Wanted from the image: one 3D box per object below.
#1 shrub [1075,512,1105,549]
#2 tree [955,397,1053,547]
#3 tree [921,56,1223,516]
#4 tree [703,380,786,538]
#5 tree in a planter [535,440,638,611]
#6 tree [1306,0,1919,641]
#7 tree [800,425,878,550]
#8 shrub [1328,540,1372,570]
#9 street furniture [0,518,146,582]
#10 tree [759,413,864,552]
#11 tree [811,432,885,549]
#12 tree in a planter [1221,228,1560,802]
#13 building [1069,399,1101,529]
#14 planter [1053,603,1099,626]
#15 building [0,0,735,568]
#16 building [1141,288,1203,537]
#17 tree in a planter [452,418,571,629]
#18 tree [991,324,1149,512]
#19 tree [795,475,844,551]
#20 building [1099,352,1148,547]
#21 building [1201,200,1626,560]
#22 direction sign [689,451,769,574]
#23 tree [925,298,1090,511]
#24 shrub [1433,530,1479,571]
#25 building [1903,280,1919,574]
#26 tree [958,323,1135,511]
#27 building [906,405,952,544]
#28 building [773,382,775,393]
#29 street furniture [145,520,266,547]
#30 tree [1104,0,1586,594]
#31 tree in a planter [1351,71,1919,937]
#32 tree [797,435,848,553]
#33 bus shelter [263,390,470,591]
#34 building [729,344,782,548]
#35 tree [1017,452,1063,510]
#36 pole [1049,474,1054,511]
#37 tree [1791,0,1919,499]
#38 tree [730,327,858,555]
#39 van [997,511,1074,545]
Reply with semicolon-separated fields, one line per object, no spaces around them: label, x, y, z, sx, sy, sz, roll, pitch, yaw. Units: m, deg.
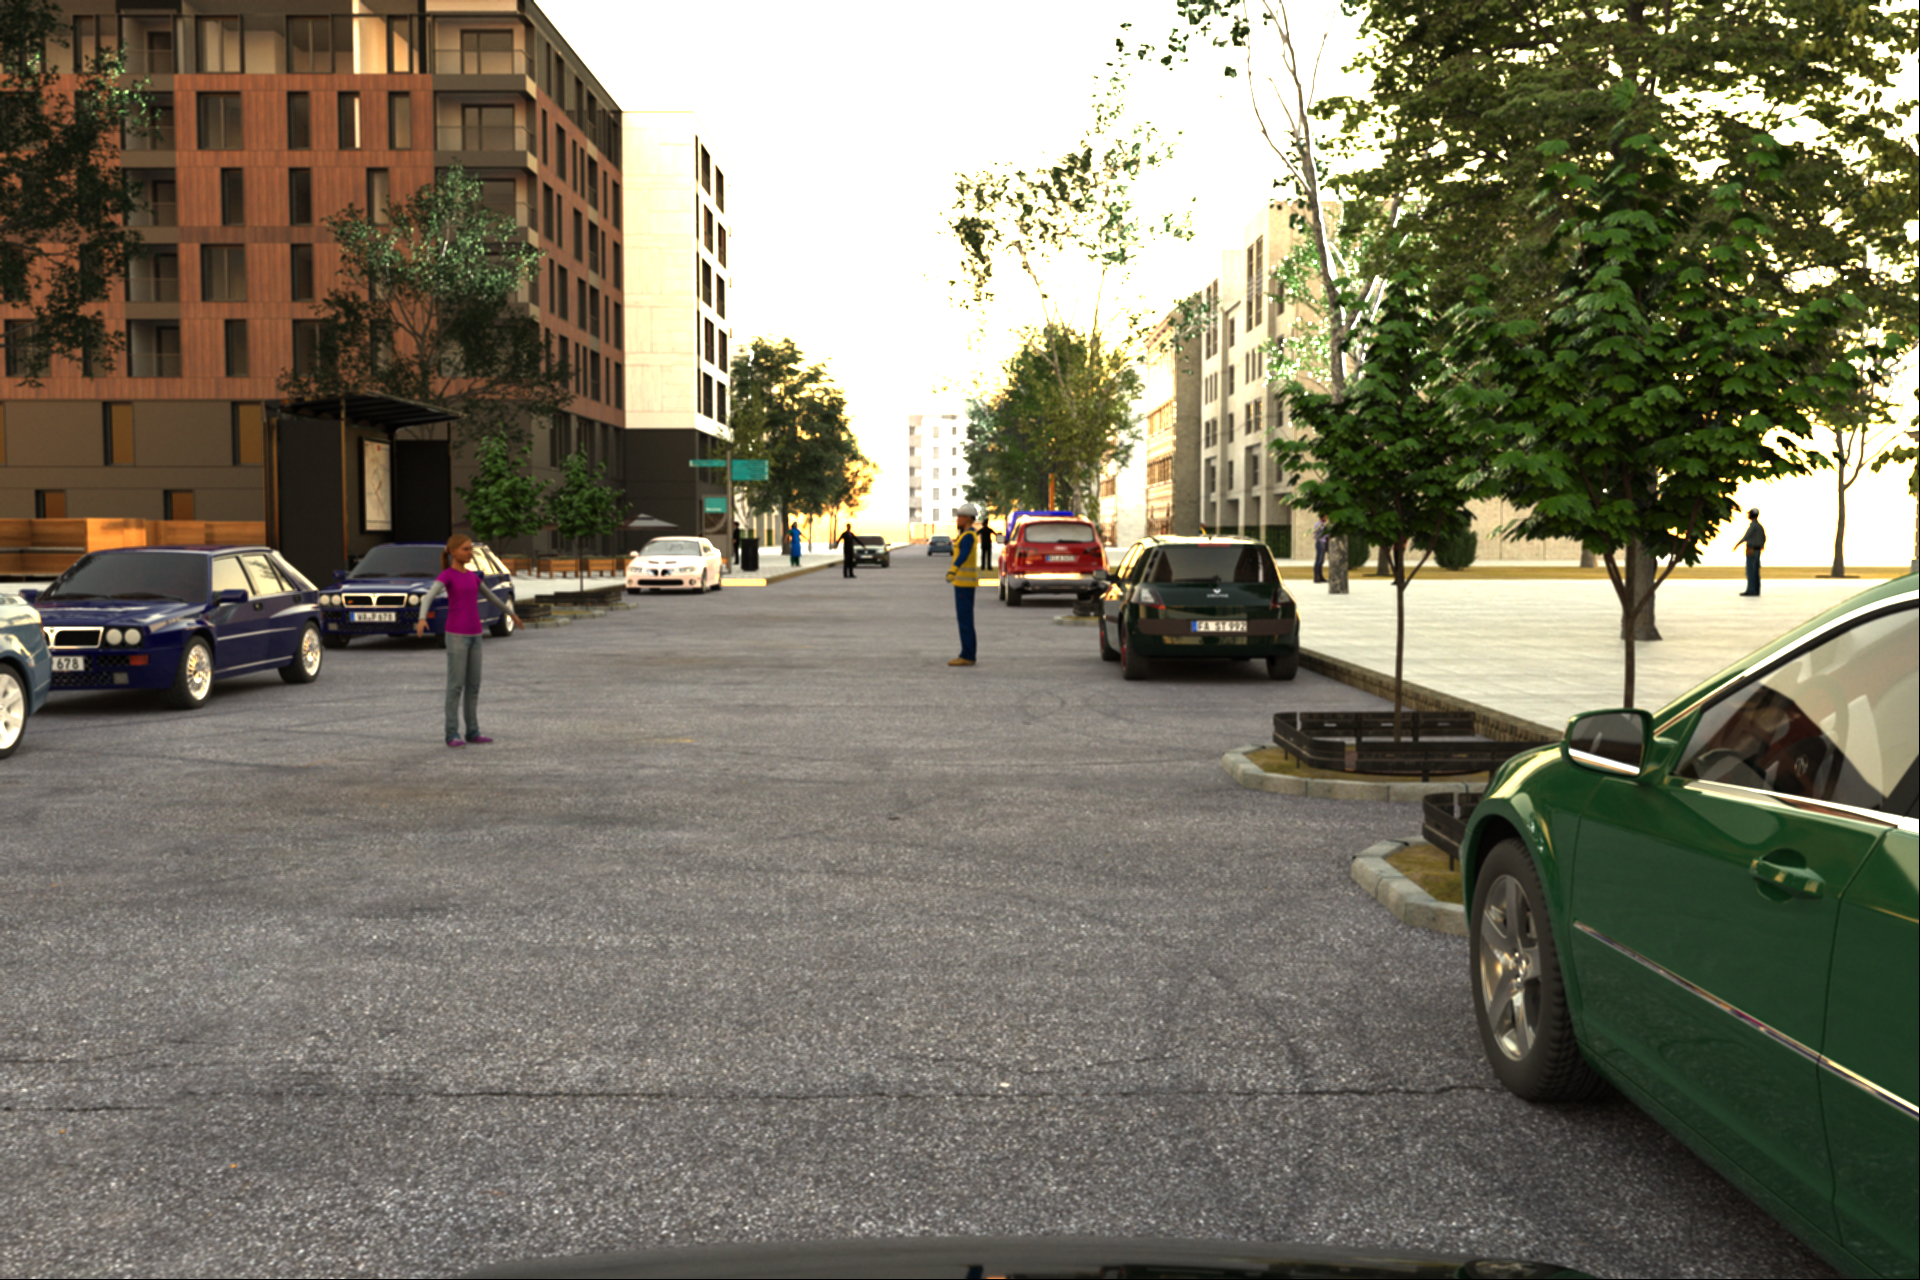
shrub;4.182;-3.426;60.055;1.661;2.075;1.752;0;3;0
tree;4.262;-15.195;155.087;9.857;13.997;8.962;0;3;0
tree;4.694;-13.158;71.015;12.611;20.169;13.585;0;3;0
tree;-10.324;-8.128;83.257;4.737;8.622;4.395;0;3;0
tree in a planter;-7.243;-2.191;33.047;1.991;3.239;1.994;0;4;0
tree;7.840;-6.277;20.749;7.486;12.596;7.792;0;3;0
tree;-10.410;-12.408;137.290;8.767;10.594;7.601;1;4;8
shrub;13.816;-3.521;61.602;1.661;2.075;1.752;0;3;0
street furniture;-26.797;-2.648;50.143;11.010;1.723;9.812;2;4;26
tree;-10.815;-11.555;123.339;8.767;10.594;7.601;0;4;6
tree;-10.842;-13.099;148.585;8.767;10.594;7.601;-1;4;-12
tree in a planter;2.598;-0.792;10.168;1.991;3.239;1.994;0;3;0
building;23.559;-23.780;219.734;19.493;23.208;18.063;0;4;0
planter;2.510;-0.413;27.894;1.991;0.319;1.994;0;4;-1
building;-26.775;-14.544;81.772;27.936;21.610;32.646;0;3;0
building;23.943;-18.143;127.570;19.493;23.208;18.063;0;4;0
tree in a planter;-7.172;-1.819;26.962;1.991;3.239;1.994;0;4;-1
tree;5.390;-9.726;84.778;9.928;11.665;9.643;0;3;0
tree;-10.741;-11.054;131.094;4.737;8.622;4.395;0;3;0
building;24.198;-21.053;175.143;19.493;23.208;18.063;0;4;0
building;24.648;-14.312;100.457;16.747;18.905;31.486;0;4;0
direction sign;-7.392;-4.116;56.058;2.525;3.948;1.411;0;4;0
tree;4.012;-17.354;139.630;12.611;20.169;13.585;0;3;0
shrub;17.325;-3.439;60.648;1.690;2.028;1.600;0;3;0
building;28.506;-12.585;24.842;14.460;24.649;34.723;0;4;0
tree;5.106;-11.604;100.093;12.009;13.543;11.850;0;3;0
building;-7.253;-23.593;244.628;11.380;20.090;16.016;0;4;-1
building;-27.693;-21.163;202.434;16.016;20.090;11.380;0;4;-1
street furniture;-26.923;-3.294;60.707;11.010;1.723;9.812;-1;4;-21
tree;8.523;-10.972;35.282;12.611;20.169;13.585;0;3;0
tree in a planter;2.624;-0.582;6.743;1.991;3.239;1.994;0;4;0
tree;-10.166;-10.106;115.599;4.360;8.622;3.978;0;3;0
bus shelter;-10.549;-2.448;31.315;1.731;3.624;6.357;0;4;0
building;-28.383;-19.010;177.266;16.747;18.905;31.486;0;4;0
tree;5.438;-10.733;125.841;4.737;8.622;4.395;0;3;0
pole;3.100;-3.956;58.516;0.158;3.312;0.155;0;3;0
tree;8.278;-3.832;13.023;4.737;8.622;4.395;0;3;0
tree;-10.642;-12.198;106.090;9.857;13.997;8.962;0;3;0
van;2.191;-2.683;48.258;2.240;2.365;5.245;0;3;0
